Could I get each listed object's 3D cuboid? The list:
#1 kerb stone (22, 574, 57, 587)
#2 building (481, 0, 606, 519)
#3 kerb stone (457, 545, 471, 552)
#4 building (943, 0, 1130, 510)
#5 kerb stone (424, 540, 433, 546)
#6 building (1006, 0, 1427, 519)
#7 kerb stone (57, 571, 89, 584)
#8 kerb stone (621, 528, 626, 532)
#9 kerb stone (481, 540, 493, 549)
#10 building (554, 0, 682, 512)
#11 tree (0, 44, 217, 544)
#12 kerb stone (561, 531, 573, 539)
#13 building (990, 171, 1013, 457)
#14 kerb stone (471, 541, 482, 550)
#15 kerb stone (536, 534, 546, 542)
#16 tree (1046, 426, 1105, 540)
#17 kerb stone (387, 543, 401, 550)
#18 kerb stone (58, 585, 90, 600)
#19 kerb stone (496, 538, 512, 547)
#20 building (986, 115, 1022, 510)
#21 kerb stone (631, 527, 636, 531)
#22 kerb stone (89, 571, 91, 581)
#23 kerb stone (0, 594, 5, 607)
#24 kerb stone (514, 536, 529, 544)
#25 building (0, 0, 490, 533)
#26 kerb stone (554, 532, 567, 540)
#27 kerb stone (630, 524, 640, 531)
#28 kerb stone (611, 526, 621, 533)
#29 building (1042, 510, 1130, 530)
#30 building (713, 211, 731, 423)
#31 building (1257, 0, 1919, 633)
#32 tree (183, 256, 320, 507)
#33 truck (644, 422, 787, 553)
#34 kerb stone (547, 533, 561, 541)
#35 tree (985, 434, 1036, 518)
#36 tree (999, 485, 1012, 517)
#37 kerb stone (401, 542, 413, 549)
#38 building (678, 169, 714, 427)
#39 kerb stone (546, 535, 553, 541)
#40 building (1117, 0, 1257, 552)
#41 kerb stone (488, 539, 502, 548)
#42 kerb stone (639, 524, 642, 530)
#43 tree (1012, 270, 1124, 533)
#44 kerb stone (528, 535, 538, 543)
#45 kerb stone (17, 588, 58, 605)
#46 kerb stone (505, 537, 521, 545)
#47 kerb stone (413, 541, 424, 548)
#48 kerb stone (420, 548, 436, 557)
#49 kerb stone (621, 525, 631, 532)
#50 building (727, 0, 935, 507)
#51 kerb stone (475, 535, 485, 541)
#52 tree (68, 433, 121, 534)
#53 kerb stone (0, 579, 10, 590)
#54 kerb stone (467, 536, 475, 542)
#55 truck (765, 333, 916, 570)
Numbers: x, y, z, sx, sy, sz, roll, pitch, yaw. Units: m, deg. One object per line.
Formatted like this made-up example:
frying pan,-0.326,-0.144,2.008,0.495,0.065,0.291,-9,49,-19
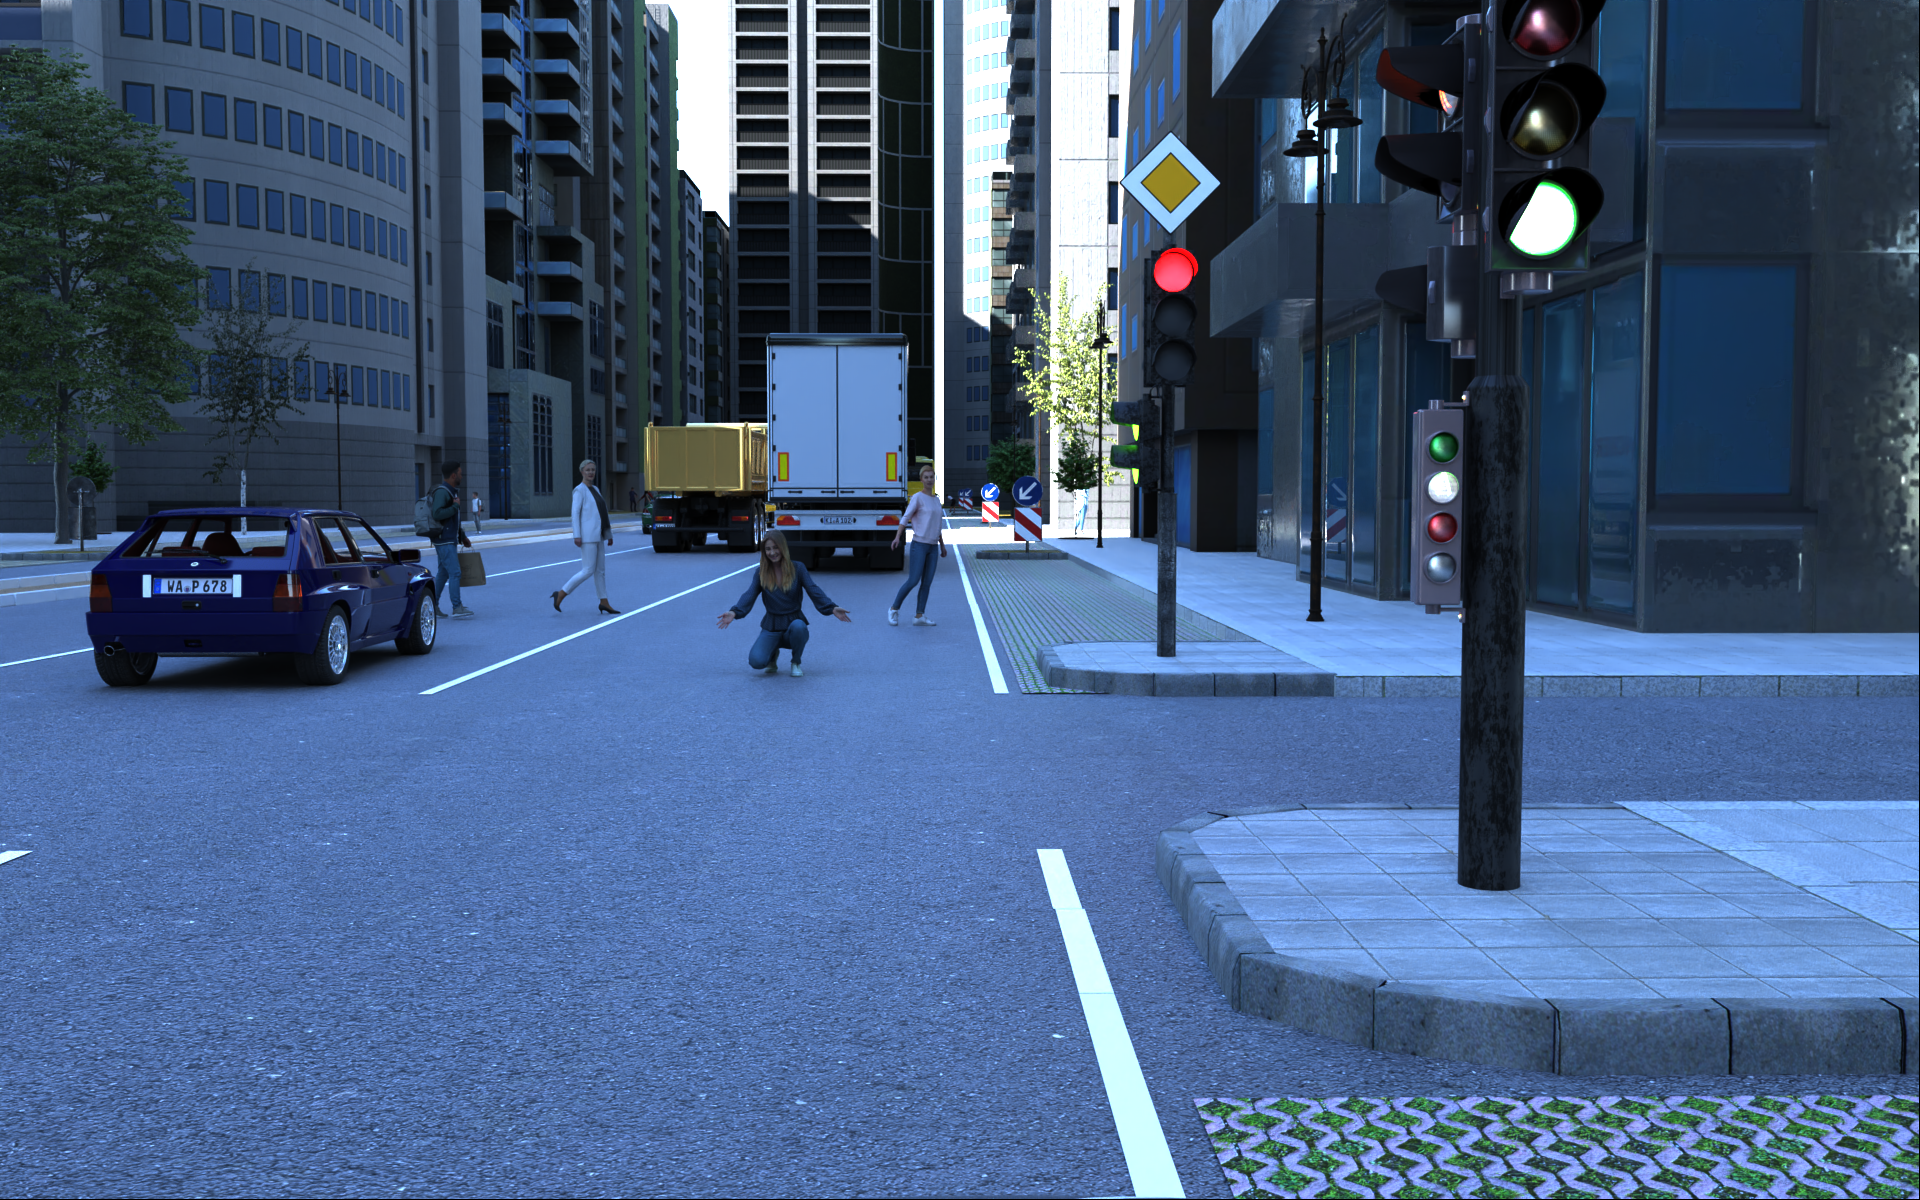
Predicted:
kerb stone,-14.369,-0.285,26.860,0.120,0.150,1.000,0,4,-1
building,-33.545,-48.286,102.141,22.319,86.520,31.000,0,4,-1
kerb stone,-12.468,-1.289,43.275,0.120,0.150,1.000,0,4,-1
building,12.356,-39.145,182.024,28.212,58.520,21.231,0,4,-1
kerb stone,-14.626,-1.535,47.361,0.120,0.150,1.000,0,4,-1
building,14.437,-30.257,114.318,23.786,49.044,30.456,0,4,-1
kerb stone,-14.379,-0.348,27.882,0.120,0.150,1.000,0,4,-1
kerb stone,-12.739,-2.604,64.800,0.120,0.150,1.000,0,4,-1
kerb stone,-12.487,-1.415,45.325,0.120,0.150,1.000,0,4,-1
building,-30.662,-27.922,140.122,14.154,41.232,14.086,0,4,-1
tree,-22.996,-7.741,44.697,7.486,12.596,7.792,0,3,0
kerb stone,-12.621,-2.041,55.568,0.120,0.150,1.000,0,4,-1
building,9.679,-23.610,157.721,14.160,30.474,14.107,0,4,-1
kerb stone,-12.474,-1.352,44.303,0.120,0.150,1.000,0,4,-1
kerb stone,-12.566,-1.791,51.476,0.120,0.150,1.000,0,4,-1
tree,3.182,-3.339,49.202,1.663,3.219,1.824,0,3,0
kerb stone,-14.580,-1.351,44.292,0.120,0.150,1.000,0,4,-1
kerb stone,-12.224,-0.098,23.802,0.120,0.150,1.000,0,4,-1
kerb stone,-12.519,-1.541,47.385,0.120,0.150,1.000,0,4,-1
building,12.687,-42.871,139.187,20.563,71.187,20.611,0,4,-1
kerb stone,-12.749,-2.732,66.856,0.120,0.150,1.000,0,4,-1
kerb stone,-14.385,-0.410,28.905,0.120,0.150,1.000,0,4,-1
kerb stone,-12.206,0.030,21.752,0.120,0.150,1.000,0,4,-1
kerb stone,-12.545,-1.666,49.429,0.120,0.150,1.000,0,4,-1
building,-33.477,-32.255,69.375,21.231,58.520,28.212,0,4,-1
kerb stone,-12.611,-1.979,54.546,0.120,0.150,1.000,0,4,-1
kerb stone,-12.773,-2.795,67.889,0.120,0.150,1.000,0,4,-1
kerb stone,-12.718,-2.541,63.767,0.120,0.150,1.000,0,4,-1
building,13.782,-32.529,73.846,21.231,58.520,28.212,0,4,-1
building,-30.900,-24.878,178.462,14.107,30.474,14.160,0,4,-1
building,18.915,-24.742,24.141,30.456,49.044,23.786,0,4,-1
tree,-22.467,-6.361,54.368,4.360,8.622,3.978,0,3,0
truck,-6.224,-3.063,46.001,3.469,3.379,9.791,0,4,0
kerb stone,-12.594,-1.913,53.524,0.120,0.150,1.000,0,4,-1
tree,2.828,-6.740,93.920,4.285,4.588,4.351,0,3,0
tree,2.805,-6.367,98.698,1.663,3.219,1.824,0,3,0
kerb stone,-14.594,-1.414,45.314,0.120,0.150,1.000,0,4,-1
building,-30.596,-23.539,156.571,14.107,30.474,14.160,0,4,-1
kerb stone,-12.588,-1.852,52.499,0.120,0.150,1.000,0,4,-1
building,11.695,-24.069,43.646,14.600,45.320,14.200,0,4,-1
kerb stone,-12.505,-1.478,46.358,0.120,0.150,1.000,0,4,-1
kerb stone,-12.775,-2.857,68.911,0.120,0.150,1.000,0,4,-1
tree,3.807,-6.492,56.507,4.737,8.622,4.395,0,3,0
kerb stone,-12.552,-1.728,50.454,0.120,0.150,1.000,0,4,-1
kerb stone,-12.208,-0.036,22.779,0.120,0.150,1.000,0,4,-1
kerb stone,-12.536,-1.603,48.407,0.120,0.150,1.000,0,4,-1
kerb stone,-14.607,-1.476,46.336,0.120,0.150,1.000,0,4,-1
kerb stone,-12.421,-1.101,40.191,0.120,0.150,1.000,0,4,-1
kerb stone,-12.748,-2.669,65.826,0.120,0.150,1.000,0,4,-1
building,-12.937,-45.436,181.137,20.611,71.187,20.563,0,4,-1
kerb stone,-14.679,-1.853,52.488,0.120,0.150,1.000,0,4,-1
tree,-27.874,-3.730,55.592,1.663,3.219,1.824,0,3,0
kerb stone,-14.355,-0.221,25.829,0.120,0.150,1.000,0,4,-1
kerb stone,-14.670,-1.785,51.465,0.120,0.150,1.000,0,4,-1
truck,-2.311,-2.870,35.834,2.839,4.237,11.283,0,4,-2
